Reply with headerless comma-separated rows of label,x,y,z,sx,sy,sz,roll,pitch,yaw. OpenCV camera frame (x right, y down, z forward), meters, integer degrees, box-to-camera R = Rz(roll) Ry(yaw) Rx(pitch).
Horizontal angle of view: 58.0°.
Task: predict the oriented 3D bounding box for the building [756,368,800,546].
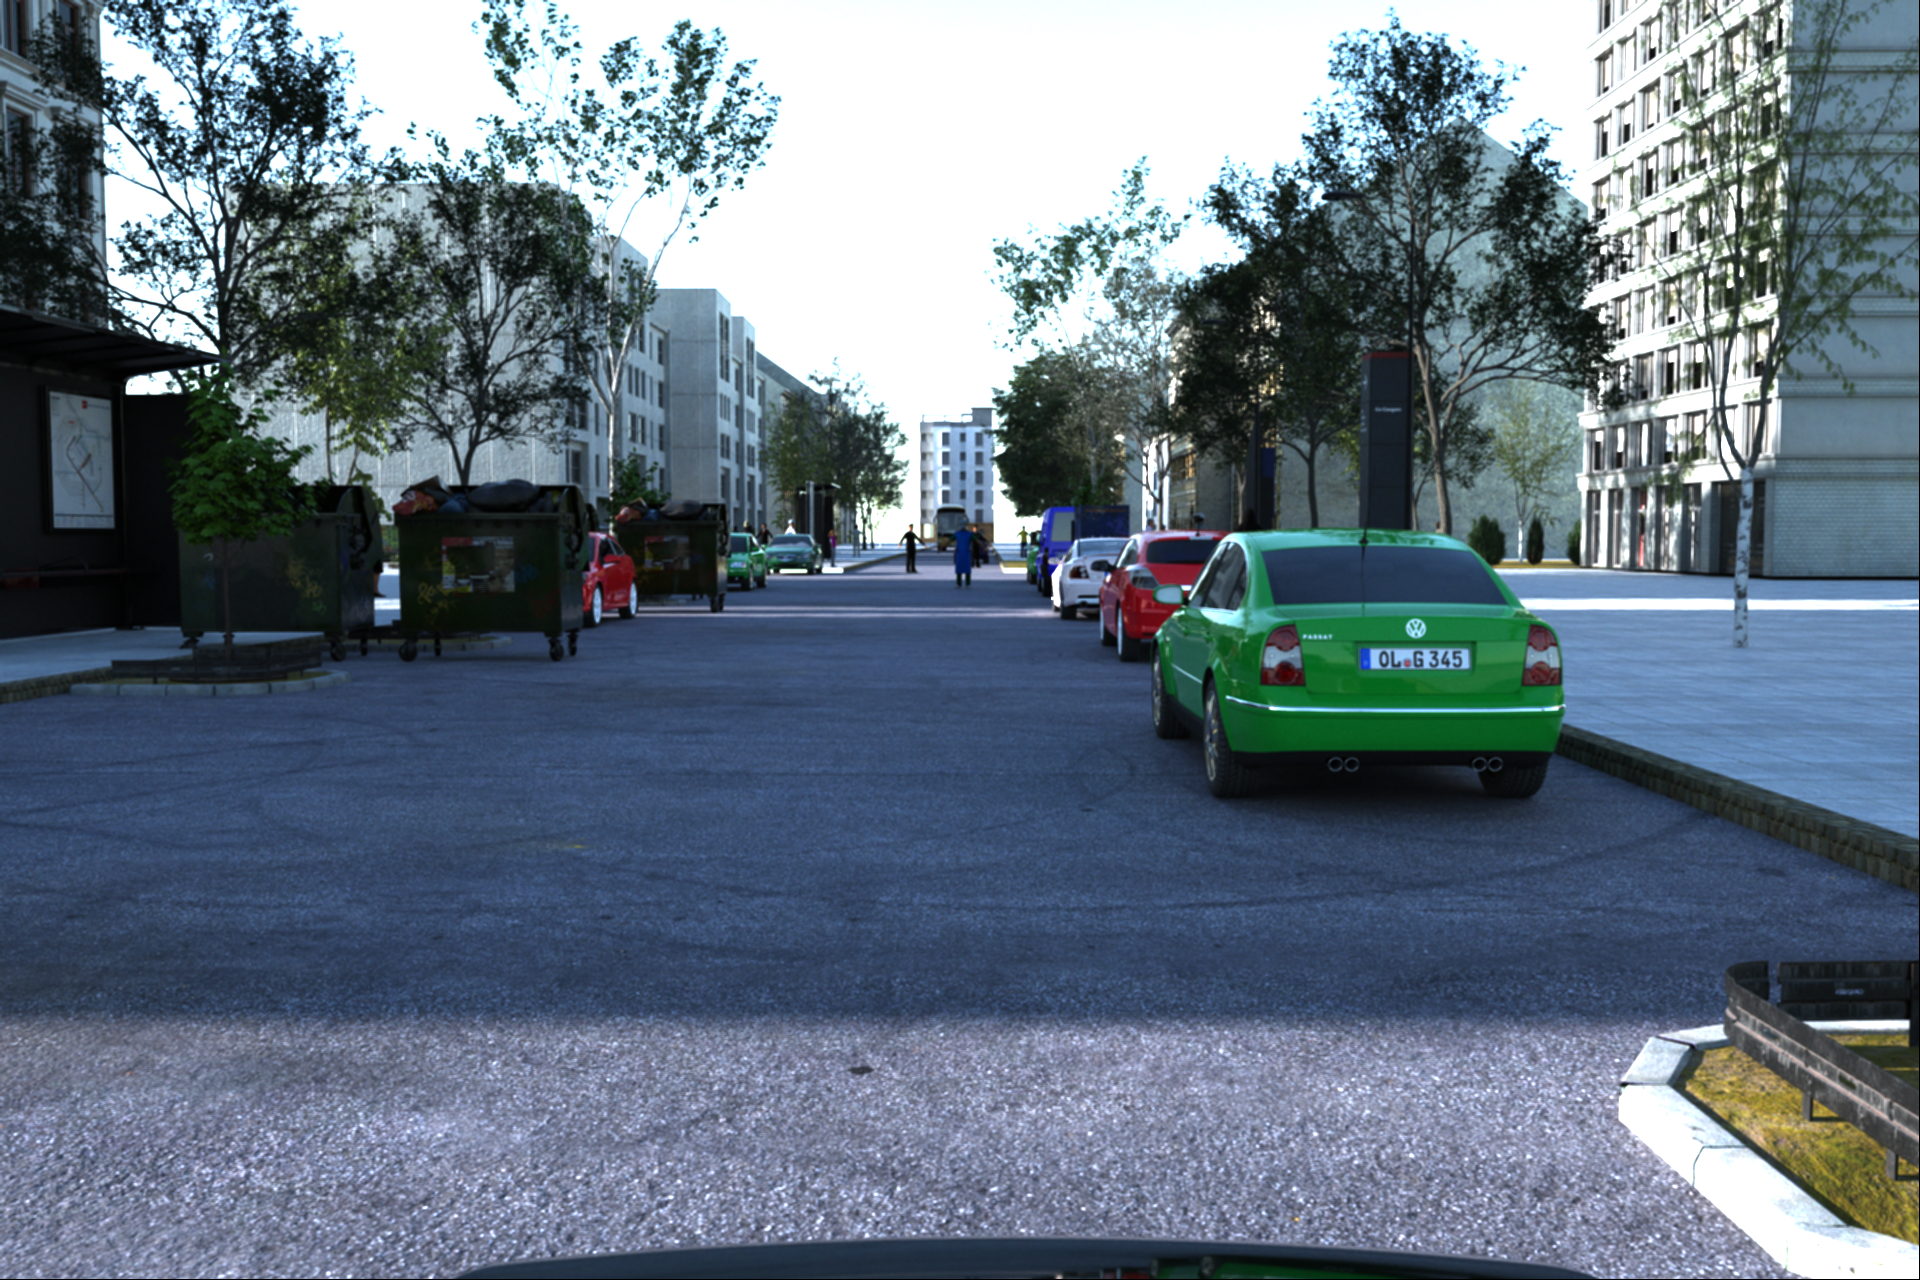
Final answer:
building,-27.707,-21.904,189.062,19.493,23.208,18.063,0,4,1

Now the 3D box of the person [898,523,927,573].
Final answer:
person,-1.797,-3.410,64.140,1.347,1.837,0.705,-3,5,-41

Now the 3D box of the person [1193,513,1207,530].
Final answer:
person,6.344,-2.459,46.036,0.704,1.849,1.345,2,4,30

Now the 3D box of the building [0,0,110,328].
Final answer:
building,-31.344,-12.685,43.556,11.583,22.565,21.152,0,3,0

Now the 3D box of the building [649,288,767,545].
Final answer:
building,-25.826,-16.752,140.345,16.747,18.905,31.486,0,3,0

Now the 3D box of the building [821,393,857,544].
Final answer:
building,-23.550,-22.446,233.454,16.747,18.905,31.486,0,4,1

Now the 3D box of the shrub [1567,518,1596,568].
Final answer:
shrub,23.659,-3.741,65.205,1.661,2.075,1.752,0,3,0

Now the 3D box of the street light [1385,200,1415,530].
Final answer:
street light,6.666,-3.121,23.567,1.470,5.913,1.316,0,4,1

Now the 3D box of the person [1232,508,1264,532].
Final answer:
person,5.042,-1.447,30.437,1.214,1.737,0.721,0,4,-6

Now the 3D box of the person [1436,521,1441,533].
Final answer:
person,19.300,-3.898,69.862,0.705,1.813,1.348,-1,4,-9

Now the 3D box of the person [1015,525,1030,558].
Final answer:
person,3.484,-5.313,93.335,1.216,1.772,0.721,2,4,31

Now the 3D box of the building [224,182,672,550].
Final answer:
building,-28.443,-14.483,103.252,16.747,18.905,31.486,0,4,1

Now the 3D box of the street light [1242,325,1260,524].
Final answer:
street light,6.993,-3.976,37.554,1.470,5.913,1.316,0,4,1

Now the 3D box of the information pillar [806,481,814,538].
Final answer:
information pillar,-6.672,-5.250,77.158,0.184,3.620,1.656,0,4,1

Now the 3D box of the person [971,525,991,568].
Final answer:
person,0.676,-4.012,73.988,1.347,1.837,0.705,-2,4,-27

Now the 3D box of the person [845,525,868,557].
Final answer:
person,-5.839,-5.603,97.787,1.347,1.806,0.705,-1,4,-8

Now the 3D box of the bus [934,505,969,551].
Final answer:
bus,-0.676,-9.625,148.918,2.896,3.916,12.252,0,4,1

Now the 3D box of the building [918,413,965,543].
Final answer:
building,-5.896,-24.580,260.753,11.380,20.090,16.016,0,4,-4

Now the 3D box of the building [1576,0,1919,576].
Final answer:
building,26.702,-12.744,55.037,8.464,21.280,15.925,0,4,1

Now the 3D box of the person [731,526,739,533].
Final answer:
person,-13.273,-5.845,102.279,1.216,1.740,0.721,-1,4,-15

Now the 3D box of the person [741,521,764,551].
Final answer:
person,-6.689,-2.850,54.833,0.705,1.856,1.354,-3,5,-42

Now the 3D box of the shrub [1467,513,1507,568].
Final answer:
shrub,19.722,-3.731,65.046,1.661,2.075,1.752,0,3,0

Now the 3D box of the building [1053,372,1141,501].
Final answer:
building,25.347,-23.845,233.837,27.936,21.610,32.646,0,4,1

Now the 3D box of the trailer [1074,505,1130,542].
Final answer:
trailer,2.882,-1.768,35.959,1.471,1.999,3.904,0,4,1

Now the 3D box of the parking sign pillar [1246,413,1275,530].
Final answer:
parking sign pillar,6.777,-3.105,39.245,1.447,3.967,1.447,0,4,1

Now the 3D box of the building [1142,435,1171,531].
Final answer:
building,20.918,-12.336,143.840,9.099,9.664,28.070,0,4,1

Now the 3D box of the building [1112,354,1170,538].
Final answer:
building,26.561,-21.932,189.516,19.493,23.208,18.063,0,4,1

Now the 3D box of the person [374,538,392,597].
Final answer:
person,-11.826,-1.738,35.254,0.721,1.735,1.217,-3,4,-37

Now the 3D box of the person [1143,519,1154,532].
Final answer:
person,5.256,-2.497,47.800,0.436,1.711,0.756,0,4,-1

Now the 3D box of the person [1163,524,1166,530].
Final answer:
person,11.598,-5.651,98.360,1.349,1.833,0.705,-2,4,-32

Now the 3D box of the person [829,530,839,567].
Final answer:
person,-4.862,-3.544,67.205,0.599,1.433,0.991,1,4,9

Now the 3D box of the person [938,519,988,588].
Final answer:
person,0.085,-2.272,45.730,1.347,1.817,0.704,1,4,10

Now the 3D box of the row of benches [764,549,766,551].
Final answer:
row of benches,-7.950,-3.523,73.062,1.422,0.672,4.104,1,4,13

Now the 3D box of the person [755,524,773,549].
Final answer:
person,-9.939,-4.998,87.904,1.347,1.806,0.705,2,4,35

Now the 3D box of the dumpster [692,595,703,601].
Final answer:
dumpster,-6.431,-1.807,37.763,1.865,1.857,1.264,0,4,1

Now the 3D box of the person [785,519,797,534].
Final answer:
person,-6.471,-3.742,67.046,0.705,1.847,1.347,-3,4,-37

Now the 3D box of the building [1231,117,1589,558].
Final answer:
building,26.397,-16.483,100.432,19.493,23.208,18.063,0,4,1

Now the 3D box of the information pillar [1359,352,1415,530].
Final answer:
information pillar,6.141,-2.177,24.973,0.750,3.857,0.750,0,4,1

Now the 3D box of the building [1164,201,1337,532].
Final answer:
building,24.693,-17.664,119.730,19.493,23.208,18.063,0,4,1

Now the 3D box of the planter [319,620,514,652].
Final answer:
planter,-6.818,-0.058,22.088,1.991,0.319,1.994,0,4,2

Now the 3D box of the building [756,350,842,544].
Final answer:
building,-24.373,-23.061,207.980,19.493,23.208,18.063,0,4,1

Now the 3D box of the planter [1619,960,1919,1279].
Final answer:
planter,2.603,1.058,3.840,1.991,0.319,1.994,0,4,0

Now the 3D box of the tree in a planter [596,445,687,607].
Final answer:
tree in a planter,-6.610,-2.310,34.987,1.991,3.239,1.994,0,4,1
